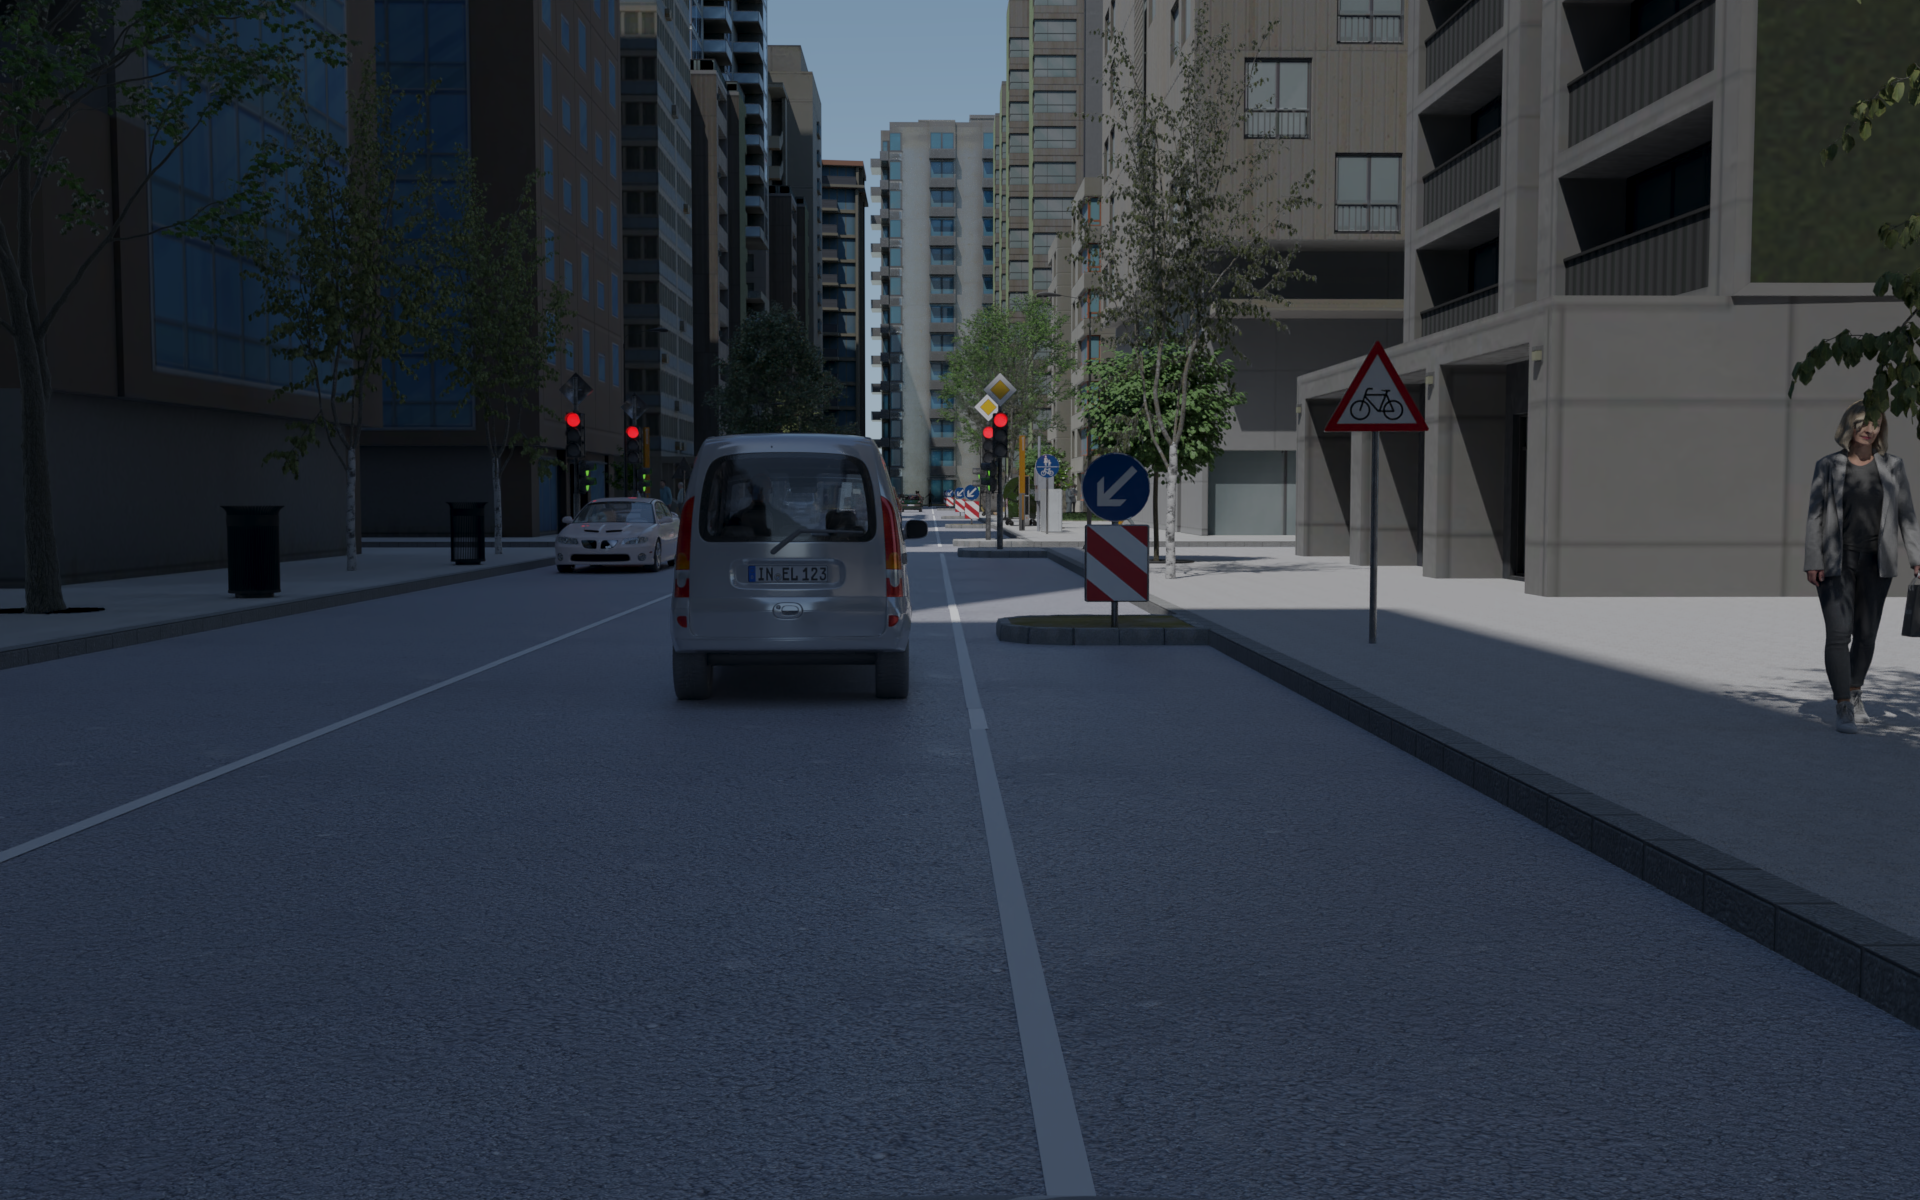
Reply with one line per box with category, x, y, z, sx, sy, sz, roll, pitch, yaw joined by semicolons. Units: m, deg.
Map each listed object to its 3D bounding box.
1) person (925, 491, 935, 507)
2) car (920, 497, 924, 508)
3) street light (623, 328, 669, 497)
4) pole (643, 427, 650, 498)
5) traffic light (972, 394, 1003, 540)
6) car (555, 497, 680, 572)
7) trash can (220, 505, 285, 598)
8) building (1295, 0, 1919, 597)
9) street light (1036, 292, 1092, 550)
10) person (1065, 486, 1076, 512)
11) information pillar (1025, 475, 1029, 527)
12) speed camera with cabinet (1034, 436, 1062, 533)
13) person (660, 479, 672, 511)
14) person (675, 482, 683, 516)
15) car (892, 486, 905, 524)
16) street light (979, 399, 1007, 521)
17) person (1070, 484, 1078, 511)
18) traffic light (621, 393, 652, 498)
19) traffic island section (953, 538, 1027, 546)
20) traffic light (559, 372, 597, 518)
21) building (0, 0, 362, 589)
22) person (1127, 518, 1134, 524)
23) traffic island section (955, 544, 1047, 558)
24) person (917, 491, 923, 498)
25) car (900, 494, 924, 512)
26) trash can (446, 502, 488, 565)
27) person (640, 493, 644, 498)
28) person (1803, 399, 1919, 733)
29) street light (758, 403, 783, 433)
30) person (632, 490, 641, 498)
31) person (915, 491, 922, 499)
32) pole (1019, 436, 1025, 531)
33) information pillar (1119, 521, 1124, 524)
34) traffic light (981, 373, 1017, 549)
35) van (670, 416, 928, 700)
person;-3.326;-11.199;191.737;1.348;1.807;0.705;2;4;34
car;-4.820;-10.550;181.527;2.155;1.783;4.494;0;4;-3
street light;-8.837;-4.646;48.510;1.470;5.913;1.316;0;4;-1
pole;-9.558;-3.608;52.838;0.158;3.312;0.155;0;3;0
traffic light;0.769;-3.626;48.203;0.839;4.253;0.868;0;4;-1
car;-6.469;-1.278;33.252;2.083;1.381;4.827;0;4;-1
trash can;-8.763;-0.601;21.484;0.748;1.137;0.748;0;3;0
building;17.416;-35.830;24.076;20.563;71.187;20.611;0;4;-1
street light;2.450;-4.124;39.962;1.470;5.913;1.316;0;4;-1
person;5.722;-5.116;89.862;0.590;1.801;0.661;-1;4;-10
information pillar;2.537;-3.917;68.535;0.304;2.012;0.304;3;5;44
speed camera with cabinet;2.989;-3.926;58.533;0.660;3.252;2.038;-1;4;-8
person;-10.824;-3.543;63.998;0.660;1.820;0.620;3;4;37
person;-11.566;-4.010;72.093;0.515;1.767;0.782;-1;4;-22
car;-3.633;-4.231;77.845;2.281;1.827;5.304;0;4;-1
street light;1.662;-6.779;83.380;1.470;5.913;1.316;0;4;-1
person;5.861;-5.159;90.572;0.592;1.802;0.473;0;4;2
traffic light;-8.991;-3.614;48.014;0.839;4.253;0.868;0;4;-1
traffic island section;0.809;-1.592;48.317;2.009;0.180;2.903;0;4;-1
traffic light;-8.849;-3.126;40.031;0.839;4.253;0.868;0;4;-1
building;-19.398;-23.178;29.064;14.200;45.320;14.600;0;4;-1
person;4.948;-2.802;51.723;0.748;1.841;0.638;2;4;30
traffic island section;0.951;-1.104;40.334;2.009;0.180;2.903;0;4;-1
person;-3.974;-9.729;168.278;0.721;1.736;1.217;-3;5;-43
car;-3.874;-7.843;138.021;2.009;1.686;4.222;0;4;0
trash can;-8.927;-1.208;31.400;0.748;1.137;0.748;0;3;0
person;-12.757;-3.890;69.834;0.728;1.800;0.709;2;4;31
person;5.008;-0.201;9.513;0.709;1.800;0.728;1;4;17
street light;-9.679;-7.066;88.064;1.470;5.913;1.316;0;4;-1
person;-9.968;-2.793;53.511;0.330;1.601;0.589;-1;4;-20
person;-3.896;-8.801;153.087;1.217;1.739;0.721;-2;4;-29
pole;2.168;-4.075;60.470;0.158;3.312;0.155;0;3;0
information pillar;4.339;-3.436;47.534;0.183;3.616;0.504;-2;4;-35
traffic light;0.910;-3.137;40.219;0.839;4.253;0.868;0;4;-1
van;-1.237;-0.395;13.464;2.013;2.044;4.112;0;4;-3
